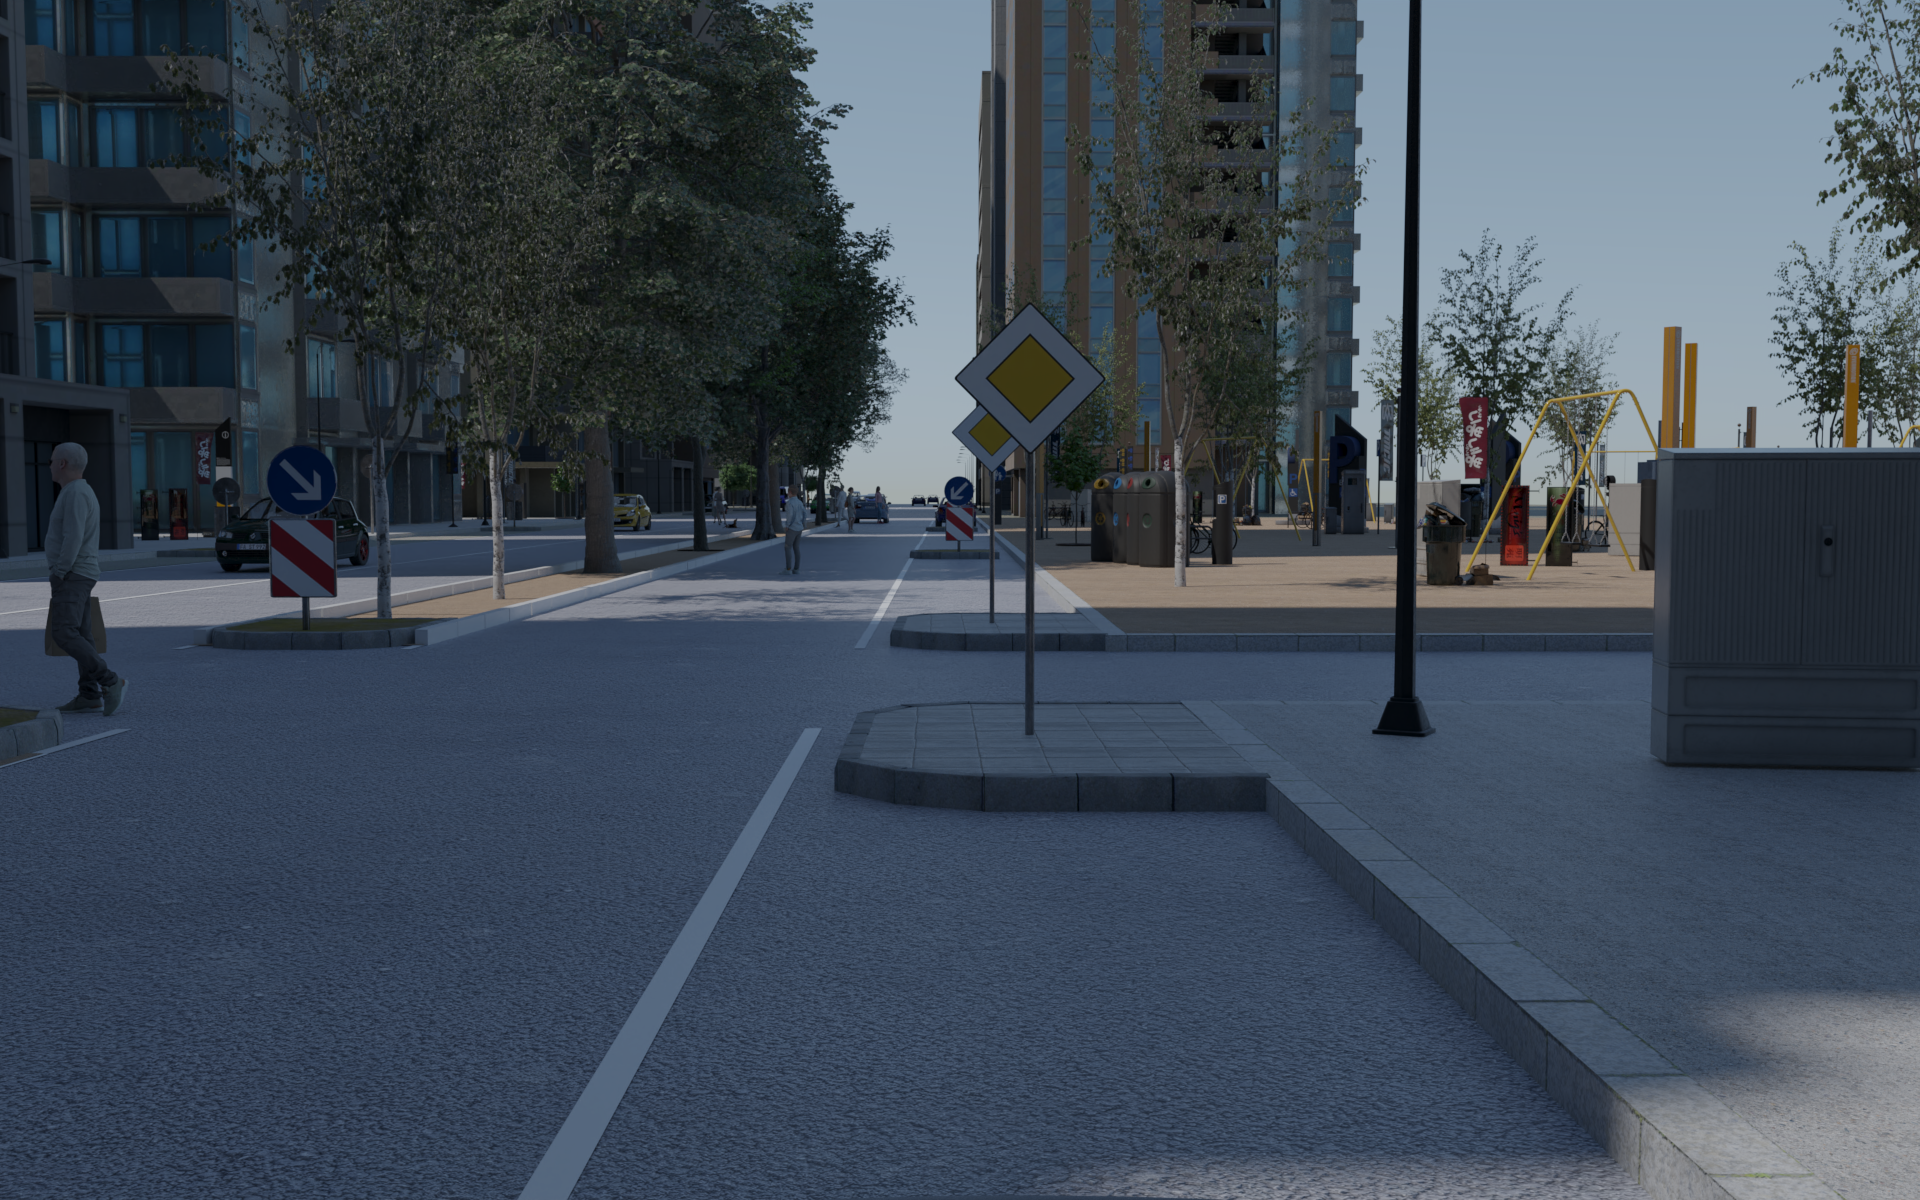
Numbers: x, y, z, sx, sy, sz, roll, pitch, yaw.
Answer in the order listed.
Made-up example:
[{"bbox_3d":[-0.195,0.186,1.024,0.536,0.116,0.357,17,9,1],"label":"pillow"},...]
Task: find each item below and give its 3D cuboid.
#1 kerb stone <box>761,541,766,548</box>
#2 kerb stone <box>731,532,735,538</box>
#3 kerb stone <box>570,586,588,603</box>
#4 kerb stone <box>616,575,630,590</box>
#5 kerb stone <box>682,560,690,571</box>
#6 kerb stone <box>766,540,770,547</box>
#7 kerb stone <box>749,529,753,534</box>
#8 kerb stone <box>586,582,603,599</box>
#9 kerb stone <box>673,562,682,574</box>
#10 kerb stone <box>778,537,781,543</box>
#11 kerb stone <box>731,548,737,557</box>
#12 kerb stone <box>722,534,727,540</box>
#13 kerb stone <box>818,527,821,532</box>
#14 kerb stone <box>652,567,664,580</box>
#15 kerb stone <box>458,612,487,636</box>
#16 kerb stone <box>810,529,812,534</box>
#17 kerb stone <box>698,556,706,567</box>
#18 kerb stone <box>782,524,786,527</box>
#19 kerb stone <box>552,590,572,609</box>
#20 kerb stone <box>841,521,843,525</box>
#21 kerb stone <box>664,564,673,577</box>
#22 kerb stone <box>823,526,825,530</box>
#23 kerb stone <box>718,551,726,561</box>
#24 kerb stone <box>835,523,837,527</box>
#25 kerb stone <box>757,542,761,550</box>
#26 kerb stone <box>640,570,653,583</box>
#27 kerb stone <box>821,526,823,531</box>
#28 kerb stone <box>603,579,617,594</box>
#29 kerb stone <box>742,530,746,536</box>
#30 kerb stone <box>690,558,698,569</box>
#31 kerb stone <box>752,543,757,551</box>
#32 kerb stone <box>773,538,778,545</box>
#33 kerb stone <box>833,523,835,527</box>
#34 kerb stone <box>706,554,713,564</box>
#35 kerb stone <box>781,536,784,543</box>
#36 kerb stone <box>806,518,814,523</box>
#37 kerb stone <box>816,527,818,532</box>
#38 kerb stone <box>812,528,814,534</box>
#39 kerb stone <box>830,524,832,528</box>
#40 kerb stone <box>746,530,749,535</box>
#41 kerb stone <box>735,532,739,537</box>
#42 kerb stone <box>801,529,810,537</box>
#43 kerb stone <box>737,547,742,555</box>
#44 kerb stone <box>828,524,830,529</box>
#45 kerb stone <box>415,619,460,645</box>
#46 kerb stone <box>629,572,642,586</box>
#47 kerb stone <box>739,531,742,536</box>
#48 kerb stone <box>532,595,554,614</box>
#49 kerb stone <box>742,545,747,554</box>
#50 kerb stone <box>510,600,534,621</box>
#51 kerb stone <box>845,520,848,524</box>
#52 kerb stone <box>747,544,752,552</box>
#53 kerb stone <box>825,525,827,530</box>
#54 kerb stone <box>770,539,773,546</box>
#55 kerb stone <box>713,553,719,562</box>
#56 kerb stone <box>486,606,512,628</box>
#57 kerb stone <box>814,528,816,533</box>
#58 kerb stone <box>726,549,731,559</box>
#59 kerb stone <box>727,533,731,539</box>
[{"bbox_3d":[-5.294,-1.430,45.575,0.120,0.150,1.000,0,4,0],"label":"kerb stone"},{"bbox_3d":[-7.460,-2.058,55.844,0.120,0.150,1.000,0,4,0],"label":"kerb stone"},{"bbox_3d":[-5.148,-0.049,23.049,0.120,0.150,1.000,0,4,0],"label":"kerb stone"},{"bbox_3d":[-5.166,-0.240,26.125,0.120,0.150,1.000,0,4,0],"label":"kerb stone"},{"bbox_3d":[-5.216,-0.616,32.264,0.120,0.150,1.000,0,4,0],"label":"kerb stone"},{"bbox_3d":[-5.300,-1.493,46.608,0.120,0.150,1.000,0,4,0],"label":"kerb stone"},{"bbox_3d":[-7.501,-2.372,60.974,0.120,0.150,1.000,0,4,0],"label":"kerb stone"},{"bbox_3d":[-5.153,-0.115,24.071,0.120,0.150,1.000,0,4,0],"label":"kerb stone"},{"bbox_3d":[-5.199,-0.551,31.242,0.120,0.150,1.000,0,4,0],"label":"kerb stone"},{"bbox_3d":[-5.320,-1.676,49.677,0.120,0.150,1.000,0,4,0],"label":"kerb stone"},{"bbox_3d":[-5.259,-1.054,39.427,0.120,0.150,1.000,0,4,0],"label":"kerb stone"},{"bbox_3d":[-7.449,-1.932,53.791,0.120,0.150,1.000,0,4,0],"label":"kerb stone"},{"bbox_3d":[-5.423,-2.621,65.044,0.120,0.150,1.000,0,4,0],"label":"kerb stone"},{"bbox_3d":[-5.178,-0.427,29.195,0.120,0.150,1.000,0,4,0],"label":"kerb stone"},{"bbox_3d":[-5.109,0.262,17.910,0.120,0.150,1.000,0,4,0],"label":"kerb stone"},{"bbox_3d":[-5.394,-2.370,60.944,0.120,0.150,1.000,0,4,0],"label":"kerb stone"},{"bbox_3d":[-5.218,-0.738,34.308,0.120,0.150,1.000,0,4,0],"label":"kerb stone"},{"bbox_3d":[-7.597,-3.248,75.336,0.120,0.150,1.000,0,4,0],"label":"kerb stone"},{"bbox_3d":[-5.135,0.012,22.027,0.120,0.150,1.000,0,4,0],"label":"kerb stone"},{"bbox_3d":[-5.510,-3.436,78.411,0.120,0.150,1.000,0,4,0],"label":"kerb stone"},{"bbox_3d":[-5.189,-0.489,30.217,0.120,0.150,1.000,0,4,0],"label":"kerb stone"},{"bbox_3d":[-5.443,-2.747,67.112,0.120,0.150,1.000,0,4,0],"label":"kerb stone"},{"bbox_3d":[-5.241,-0.924,37.383,0.120,0.150,1.000,0,4,0],"label":"kerb stone"},{"bbox_3d":[-5.491,-3.182,74.306,0.120,0.150,1.000,0,4,0],"label":"kerb stone"},{"bbox_3d":[-5.293,-1.367,44.549,0.120,0.150,1.000,0,4,0],"label":"kerb stone"},{"bbox_3d":[-5.180,-0.365,28.170,0.120,0.150,1.000,0,4,0],"label":"kerb stone"},{"bbox_3d":[-5.433,-2.684,66.074,0.120,0.150,1.000,0,4,0],"label":"kerb stone"},{"bbox_3d":[-5.158,-0.173,25.094,0.120,0.150,1.000,0,4,0],"label":"kerb stone"},{"bbox_3d":[-7.485,-2.243,58.924,0.120,0.150,1.000,0,4,0],"label":"kerb stone"},{"bbox_3d":[-5.213,-0.673,33.286,0.120,0.150,1.000,0,4,0],"label":"kerb stone"},{"bbox_3d":[-5.284,-1.302,43.527,0.120,0.150,1.000,0,4,0],"label":"kerb stone"},{"bbox_3d":[-5.304,-1.618,48.654,0.120,0.150,1.000,0,4,0],"label":"kerb stone"},{"bbox_3d":[-5.479,-3.123,73.281,0.120,0.150,1.000,0,4,0],"label":"kerb stone"},{"bbox_3d":[-5.224,-0.803,35.330,0.120,0.150,1.000,0,4,0],"label":"kerb stone"},{"bbox_3d":[-5.331,-1.742,50.706,0.120,0.150,1.000,0,4,0],"label":"kerb stone"},{"bbox_3d":[-7.679,-4.065,88.657,0.120,0.150,1.000,0,4,0],"label":"kerb stone"},{"bbox_3d":[-5.429,-2.558,64.022,0.120,0.150,1.000,0,4,0],"label":"kerb stone"},{"bbox_3d":[-5.404,-2.433,61.967,0.120,0.150,1.000,0,4,0],"label":"kerb stone"},{"bbox_3d":[-5.470,-2.994,71.224,0.120,0.150,1.000,0,4,0],"label":"kerb stone"},{"bbox_3d":[-7.494,-2.309,59.952,0.120,0.150,1.000,0,4,0],"label":"kerb stone"},{"bbox_3d":[-7.474,-2.121,56.866,0.120,0.150,1.000,0,4,0],"label":"kerb stone"},{"bbox_3d":[-5.391,-2.304,59.917,0.120,0.150,1.000,0,4,0],"label":"kerb stone"},{"bbox_3d":[-5.265,-1.114,40.449,0.120,0.150,1.000,0,4,0],"label":"kerb stone"},{"bbox_3d":[-5.457,-2.936,70.199,0.120,0.150,1.000,0,4,0],"label":"kerb stone"},{"bbox_3d":[-5.100,0.325,16.888,0.120,0.150,1.000,0,4,0],"label":"kerb stone"},{"bbox_3d":[-5.173,-0.300,27.148,0.120,0.150,1.000,0,4,0],"label":"kerb stone"},{"bbox_3d":[-7.480,-2.183,57.888,0.120,0.150,1.000,0,4,0],"label":"kerb stone"},{"bbox_3d":[-5.127,0.074,21.003,0.120,0.150,1.000,0,4,0],"label":"kerb stone"},{"bbox_3d":[-5.269,-1.174,41.471,0.120,0.150,1.000,0,4,0],"label":"kerb stone"},{"bbox_3d":[-5.124,0.136,19.967,0.120,0.150,1.000,0,4,0],"label":"kerb stone"},{"bbox_3d":[-5.561,-3.748,83.542,0.120,0.150,1.000,0,4,0],"label":"kerb stone"},{"bbox_3d":[-5.274,-1.239,42.505,0.120,0.150,1.000,0,4,0],"label":"kerb stone"},{"bbox_3d":[-5.447,-2.805,68.151,0.120,0.150,1.000,0,4,0],"label":"kerb stone"},{"bbox_3d":[-5.313,-1.550,47.632,0.120,0.150,1.000,0,4,0],"label":"kerb stone"},{"bbox_3d":[-5.236,-0.860,36.357,0.120,0.150,1.000,0,4,0],"label":"kerb stone"},{"bbox_3d":[-5.117,0.199,18.936,0.120,0.150,1.000,0,4,0],"label":"kerb stone"},{"bbox_3d":[-5.417,-2.496,62.997,0.120,0.150,1.000,0,4,0],"label":"kerb stone"},{"bbox_3d":[-5.251,-0.990,38.405,0.120,0.150,1.000,0,4,0],"label":"kerb stone"},{"bbox_3d":[-7.459,-1.996,54.822,0.120,0.150,1.000,0,4,0],"label":"kerb stone"}]
